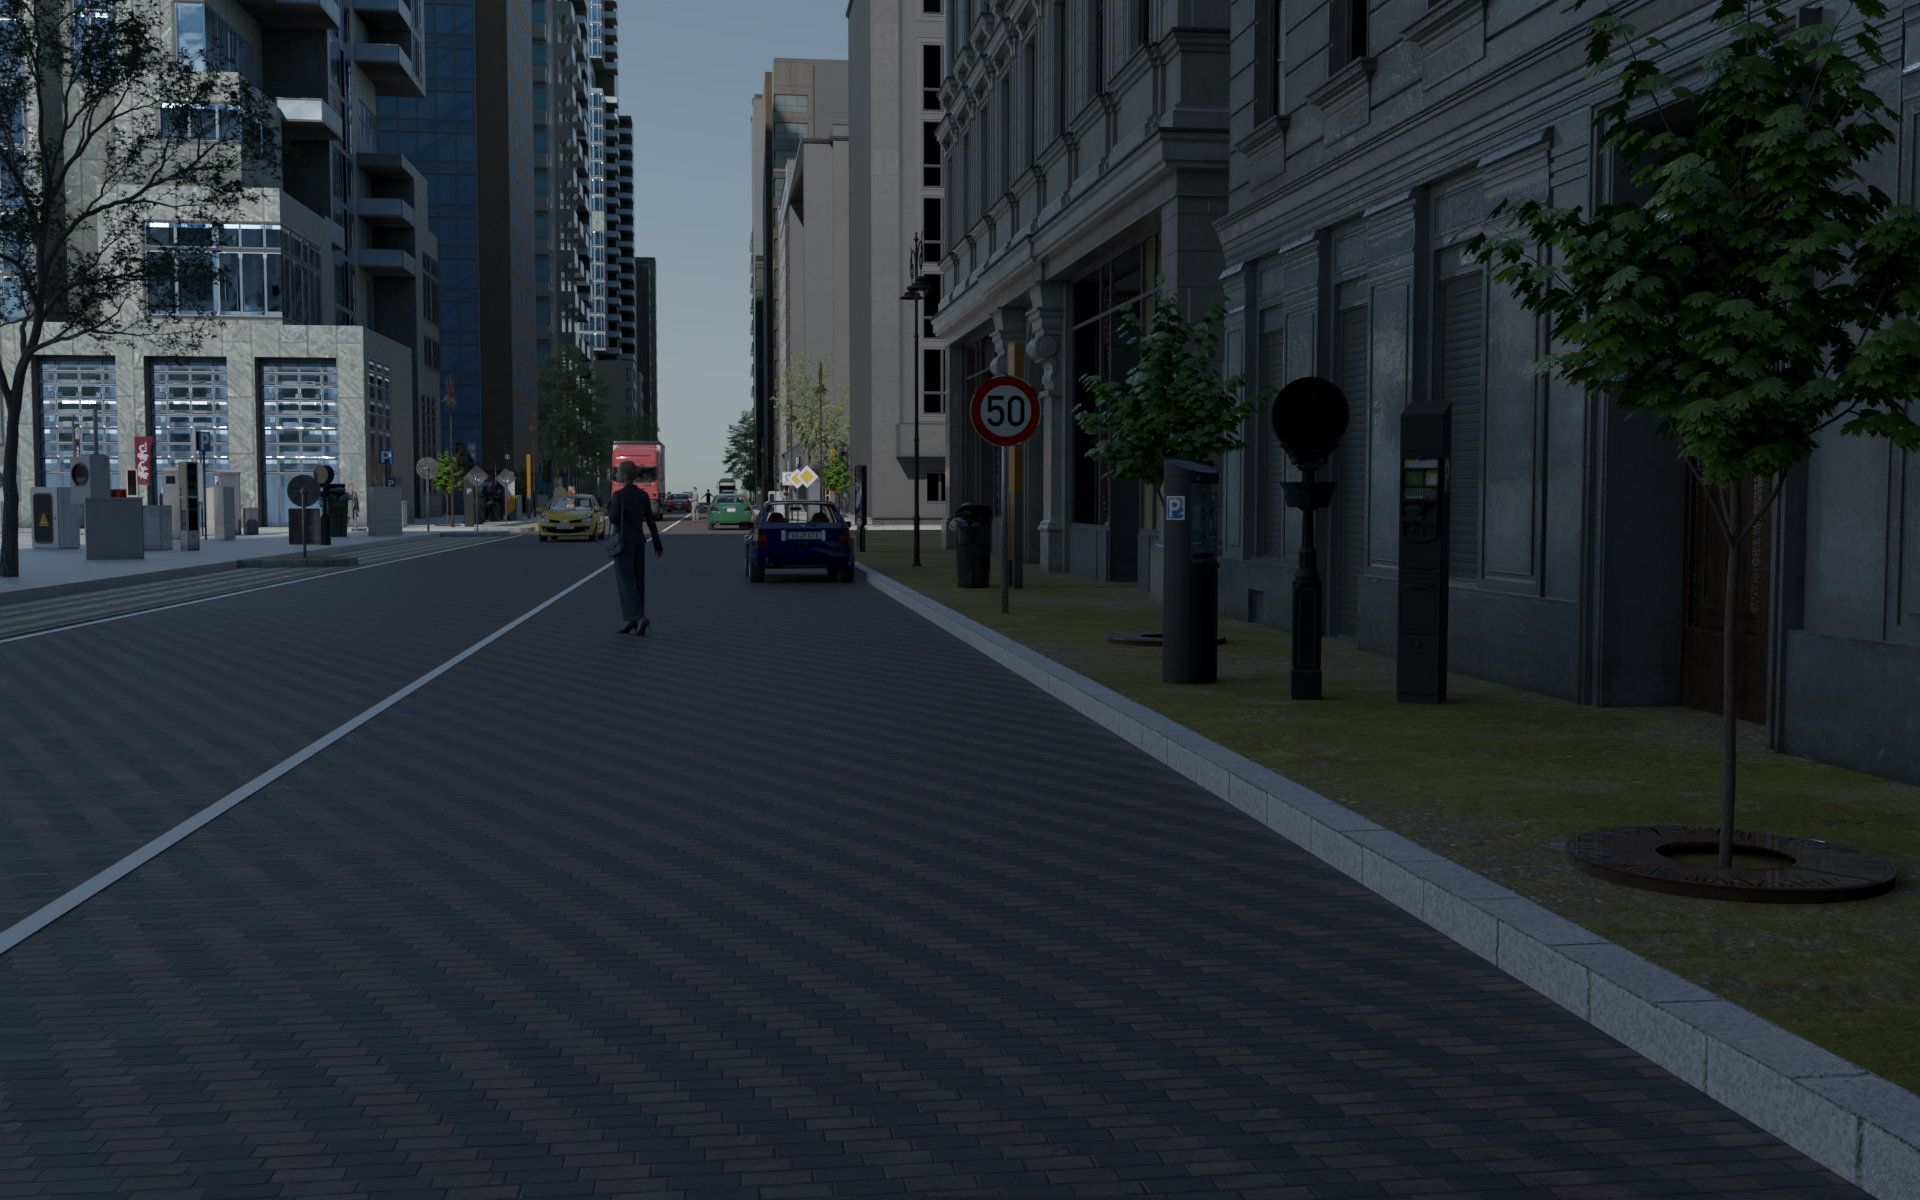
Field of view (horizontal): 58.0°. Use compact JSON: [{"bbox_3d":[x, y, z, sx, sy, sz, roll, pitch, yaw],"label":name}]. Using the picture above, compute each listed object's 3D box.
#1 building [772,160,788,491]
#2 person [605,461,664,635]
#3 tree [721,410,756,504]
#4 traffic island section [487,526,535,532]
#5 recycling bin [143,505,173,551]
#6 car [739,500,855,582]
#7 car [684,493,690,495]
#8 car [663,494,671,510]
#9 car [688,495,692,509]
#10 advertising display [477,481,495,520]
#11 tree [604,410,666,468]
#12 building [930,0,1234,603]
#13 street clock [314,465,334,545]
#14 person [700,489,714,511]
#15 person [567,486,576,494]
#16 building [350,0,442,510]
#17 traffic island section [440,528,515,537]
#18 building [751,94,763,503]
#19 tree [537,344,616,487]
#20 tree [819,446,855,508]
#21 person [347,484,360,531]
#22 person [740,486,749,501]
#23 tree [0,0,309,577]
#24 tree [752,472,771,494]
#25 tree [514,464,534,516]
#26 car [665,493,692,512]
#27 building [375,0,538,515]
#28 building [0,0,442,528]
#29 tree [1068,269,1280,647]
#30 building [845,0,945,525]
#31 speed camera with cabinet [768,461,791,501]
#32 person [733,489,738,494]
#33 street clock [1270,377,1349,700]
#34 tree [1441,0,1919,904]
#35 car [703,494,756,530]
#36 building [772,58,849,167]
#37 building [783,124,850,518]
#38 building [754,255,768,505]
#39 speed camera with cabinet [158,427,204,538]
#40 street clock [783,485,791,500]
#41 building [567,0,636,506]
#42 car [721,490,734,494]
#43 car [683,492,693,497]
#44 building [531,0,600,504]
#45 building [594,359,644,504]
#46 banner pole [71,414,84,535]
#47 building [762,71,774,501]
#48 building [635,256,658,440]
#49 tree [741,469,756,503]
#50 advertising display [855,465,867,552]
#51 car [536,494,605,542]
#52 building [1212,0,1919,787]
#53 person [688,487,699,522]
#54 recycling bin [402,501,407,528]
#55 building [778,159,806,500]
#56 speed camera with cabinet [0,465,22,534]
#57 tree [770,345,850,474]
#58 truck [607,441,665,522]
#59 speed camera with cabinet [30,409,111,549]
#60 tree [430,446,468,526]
[{"bbox_3d":[-9.546,-23.340,153.316,14.160,30.474,14.107,0,4,-8],"label":"building"},{"bbox_3d":[-3.326,-0.538,17.725,0.534,1.772,0.576,1,4,17],"label":"person"},{"bbox_3d":[-28.479,-19.353,234.546,7.486,12.596,7.792,0,3,0],"label":"tree"},{"bbox_3d":[-17.530,-2.726,66.855,2.009,0.180,2.903,0,4,-8],"label":"traffic island section"},{"bbox_3d":[-18.489,-1.653,39.582,0.722,1.027,0.722,0,4,-4],"label":"recycling bin"},{"bbox_3d":[-2.779,-1.035,29.508,1.945,1.354,3.894,-1,4,-9],"label":"car"},{"bbox_3d":[-31.034,-11.375,195.579,1.945,1.707,3.694,0,4,-7],"label":"car"},{"bbox_3d":[-25.925,-8.897,155.684,2.015,1.641,3.980,-1,4,-10],"label":"car"},{"bbox_3d":[-26.062,-9.261,163.777,2.083,1.381,4.827,-1,4,-9],"label":"car"},{"bbox_3d":[-23.433,-4.919,85.643,0.974,1.923,0.123,2,4,24],"label":"advertising display"},{"bbox_3d":[-40.517,-17.743,215.850,9.928,11.665,9.643,0,3,0],"label":"tree"},{"bbox_3d":[4.128,-11.546,39.679,10.553,20.767,40.483,0,4,-8],"label":"building"},{"bbox_3d":[-15.936,-2.378,43.446,0.471,2.002,0.358,2,4,23],"label":"street clock"},{"bbox_3d":[-21.764,-8.659,149.705,1.348,1.869,0.705,-1,4,-20],"label":"person"},{"bbox_3d":[-18.973,-4.658,84.637,0.580,1.828,0.573,2,4,28],"label":"person"},{"bbox_3d":[-49.350,-53.251,183.326,22.319,86.520,31.000,0,4,-8],"label":"building"},{"bbox_3d":[-16.446,-2.242,58.944,2.009,0.180,2.903,0,4,-8],"label":"traffic island section"},{"bbox_3d":[-20.206,-43.735,257.058,21.231,58.520,28.212,0,4,-8],"label":"building"},{"bbox_3d":[-29.961,-13.026,131.100,7.486,12.596,7.792,0,3,0],"label":"tree"},{"bbox_3d":[-4.738,-4.521,68.518,1.663,3.219,1.824,0,3,0],"label":"tree"},{"bbox_3d":[-22.475,-3.383,63.921,0.767,1.812,0.694,3,4,38],"label":"person"},{"bbox_3d":[-10.599,-4.677,84.878,0.656,1.842,0.836,1,4,20],"label":"person"},{"bbox_3d":[-14.587,-5.615,26.225,8.767,10.594,7.601,-2,4,-31],"label":"tree"},{"bbox_3d":[-17.016,-9.450,149.113,1.663,3.219,1.824,0,3,0],"label":"tree"},{"bbox_3d":[-25.316,-6.470,100.385,1.663,3.219,1.824,0,3,0],"label":"tree"},{"bbox_3d":[-22.430,-7.904,138.270,2.155,1.783,4.494,0,4,-6],"label":"car"},{"bbox_3d":[-34.942,-28.142,110.237,14.600,45.320,14.200,0,4,-8],"label":"building"},{"bbox_3d":[-36.039,-46.809,78.002,22.319,86.520,31.000,0,4,-8],"label":"building"},{"bbox_3d":[1.751,-1.254,15.104,1.663,3.219,1.824,0,3,0],"label":"tree"},{"bbox_3d":[7.425,-17.358,77.305,24.014,27.812,14.314,0,4,-8],"label":"building"},{"bbox_3d":[-10.866,-6.753,104.745,0.660,3.252,2.038,-2,4,-35],"label":"speed camera with cabinet"},{"bbox_3d":[-16.915,-7.497,130.887,0.447,1.846,0.655,-1,4,-15],"label":"person"},{"bbox_3d":[2.173,-0.382,10.820,0.471,2.002,0.358,0,4,8],"label":"street clock"},{"bbox_3d":[2.723,-0.681,5.740,1.663,3.219,1.824,0,3,0],"label":"tree"},{"bbox_3d":[-9.314,-3.569,70.145,2.131,1.459,4.920,-1,4,-9],"label":"car"},{"bbox_3d":[-10.983,-29.567,167.008,14.154,41.232,14.086,0,4,-8],"label":"building"},{"bbox_3d":[-3.283,-17.636,107.411,14.314,24.678,30.058,0,4,-8],"label":"building"},{"bbox_3d":[-17.941,-26.879,211.180,14.160,30.474,14.107,0,4,-8],"label":"building"},{"bbox_3d":[-23.135,-3.489,51.380,0.660,3.252,2.038,-3,5,-45],"label":"speed camera with cabinet"},{"bbox_3d":[-8.095,-4.673,80.969,0.358,2.002,0.471,-2,4,-28],"label":"street clock"},{"bbox_3d":[-59.785,-58.277,265.506,22.319,86.520,31.000,0,4,-8],"label":"building"},{"bbox_3d":[-23.689,-10.360,178.063,2.281,1.827,5.304,0,4,-6],"label":"car"},{"bbox_3d":[-39.965,-15.026,254.352,2.281,1.827,5.304,0,4,-7],"label":"car"},{"bbox_3d":[-44.982,-32.691,154.110,23.786,49.044,30.456,0,4,-8],"label":"building"},{"bbox_3d":[-57.984,-23.981,237.120,27.650,21.520,28.899,0,4,-8],"label":"building"},{"bbox_3d":[-27.705,-3.934,54.331,0.401,3.779,0.863,-3,5,-43],"label":"banner pole"},{"bbox_3d":[-13.533,-32.513,181.702,14.600,45.320,14.200,0,4,-8],"label":"building"},{"bbox_3d":[-57.996,-37.079,289.843,14.154,41.232,14.086,0,4,-8],"label":"building"},{"bbox_3d":[-27.291,-14.905,227.410,4.285,4.588,4.351,0,3,0],"label":"tree"},{"bbox_3d":[-2.205,-2.036,38.497,0.123,1.923,0.974,-1,4,-13],"label":"advertising display"},{"bbox_3d":[-11.937,-2.637,53.337,2.015,1.641,3.980,0,4,-6],"label":"car"},{"bbox_3d":[8.569,-9.811,9.559,9.793,20.994,18.267,0,4,-8],"label":"building"},{"bbox_3d":[-13.548,-4.852,88.034,0.583,1.804,0.606,-1,4,-10],"label":"person"},{"bbox_3d":[-21.654,-3.295,66.429,0.722,1.027,0.722,0,4,-4],"label":"recycling bin"},{"bbox_3d":[-7.548,-19.269,133.067,12.078,24.808,19.932,0,4,-8],"label":"building"},{"bbox_3d":[-30.891,-3.730,55.326,2.038,3.252,0.660,2,4,27],"label":"speed camera with cabinet"},{"bbox_3d":[-7.400,-8.343,86.768,4.737,8.622,4.395,0,3,0],"label":"tree"},{"bbox_3d":[-17.296,-6.388,93.353,2.839,4.237,11.283,0,4,-8],"label":"truck"},{"bbox_3d":[-20.704,-2.809,40.264,2.038,3.252,0.660,2,4,25],"label":"speed camera with cabinet"},{"bbox_3d":[-20.495,-4.590,69.649,1.663,3.219,1.824,0,3,0],"label":"tree"}]
